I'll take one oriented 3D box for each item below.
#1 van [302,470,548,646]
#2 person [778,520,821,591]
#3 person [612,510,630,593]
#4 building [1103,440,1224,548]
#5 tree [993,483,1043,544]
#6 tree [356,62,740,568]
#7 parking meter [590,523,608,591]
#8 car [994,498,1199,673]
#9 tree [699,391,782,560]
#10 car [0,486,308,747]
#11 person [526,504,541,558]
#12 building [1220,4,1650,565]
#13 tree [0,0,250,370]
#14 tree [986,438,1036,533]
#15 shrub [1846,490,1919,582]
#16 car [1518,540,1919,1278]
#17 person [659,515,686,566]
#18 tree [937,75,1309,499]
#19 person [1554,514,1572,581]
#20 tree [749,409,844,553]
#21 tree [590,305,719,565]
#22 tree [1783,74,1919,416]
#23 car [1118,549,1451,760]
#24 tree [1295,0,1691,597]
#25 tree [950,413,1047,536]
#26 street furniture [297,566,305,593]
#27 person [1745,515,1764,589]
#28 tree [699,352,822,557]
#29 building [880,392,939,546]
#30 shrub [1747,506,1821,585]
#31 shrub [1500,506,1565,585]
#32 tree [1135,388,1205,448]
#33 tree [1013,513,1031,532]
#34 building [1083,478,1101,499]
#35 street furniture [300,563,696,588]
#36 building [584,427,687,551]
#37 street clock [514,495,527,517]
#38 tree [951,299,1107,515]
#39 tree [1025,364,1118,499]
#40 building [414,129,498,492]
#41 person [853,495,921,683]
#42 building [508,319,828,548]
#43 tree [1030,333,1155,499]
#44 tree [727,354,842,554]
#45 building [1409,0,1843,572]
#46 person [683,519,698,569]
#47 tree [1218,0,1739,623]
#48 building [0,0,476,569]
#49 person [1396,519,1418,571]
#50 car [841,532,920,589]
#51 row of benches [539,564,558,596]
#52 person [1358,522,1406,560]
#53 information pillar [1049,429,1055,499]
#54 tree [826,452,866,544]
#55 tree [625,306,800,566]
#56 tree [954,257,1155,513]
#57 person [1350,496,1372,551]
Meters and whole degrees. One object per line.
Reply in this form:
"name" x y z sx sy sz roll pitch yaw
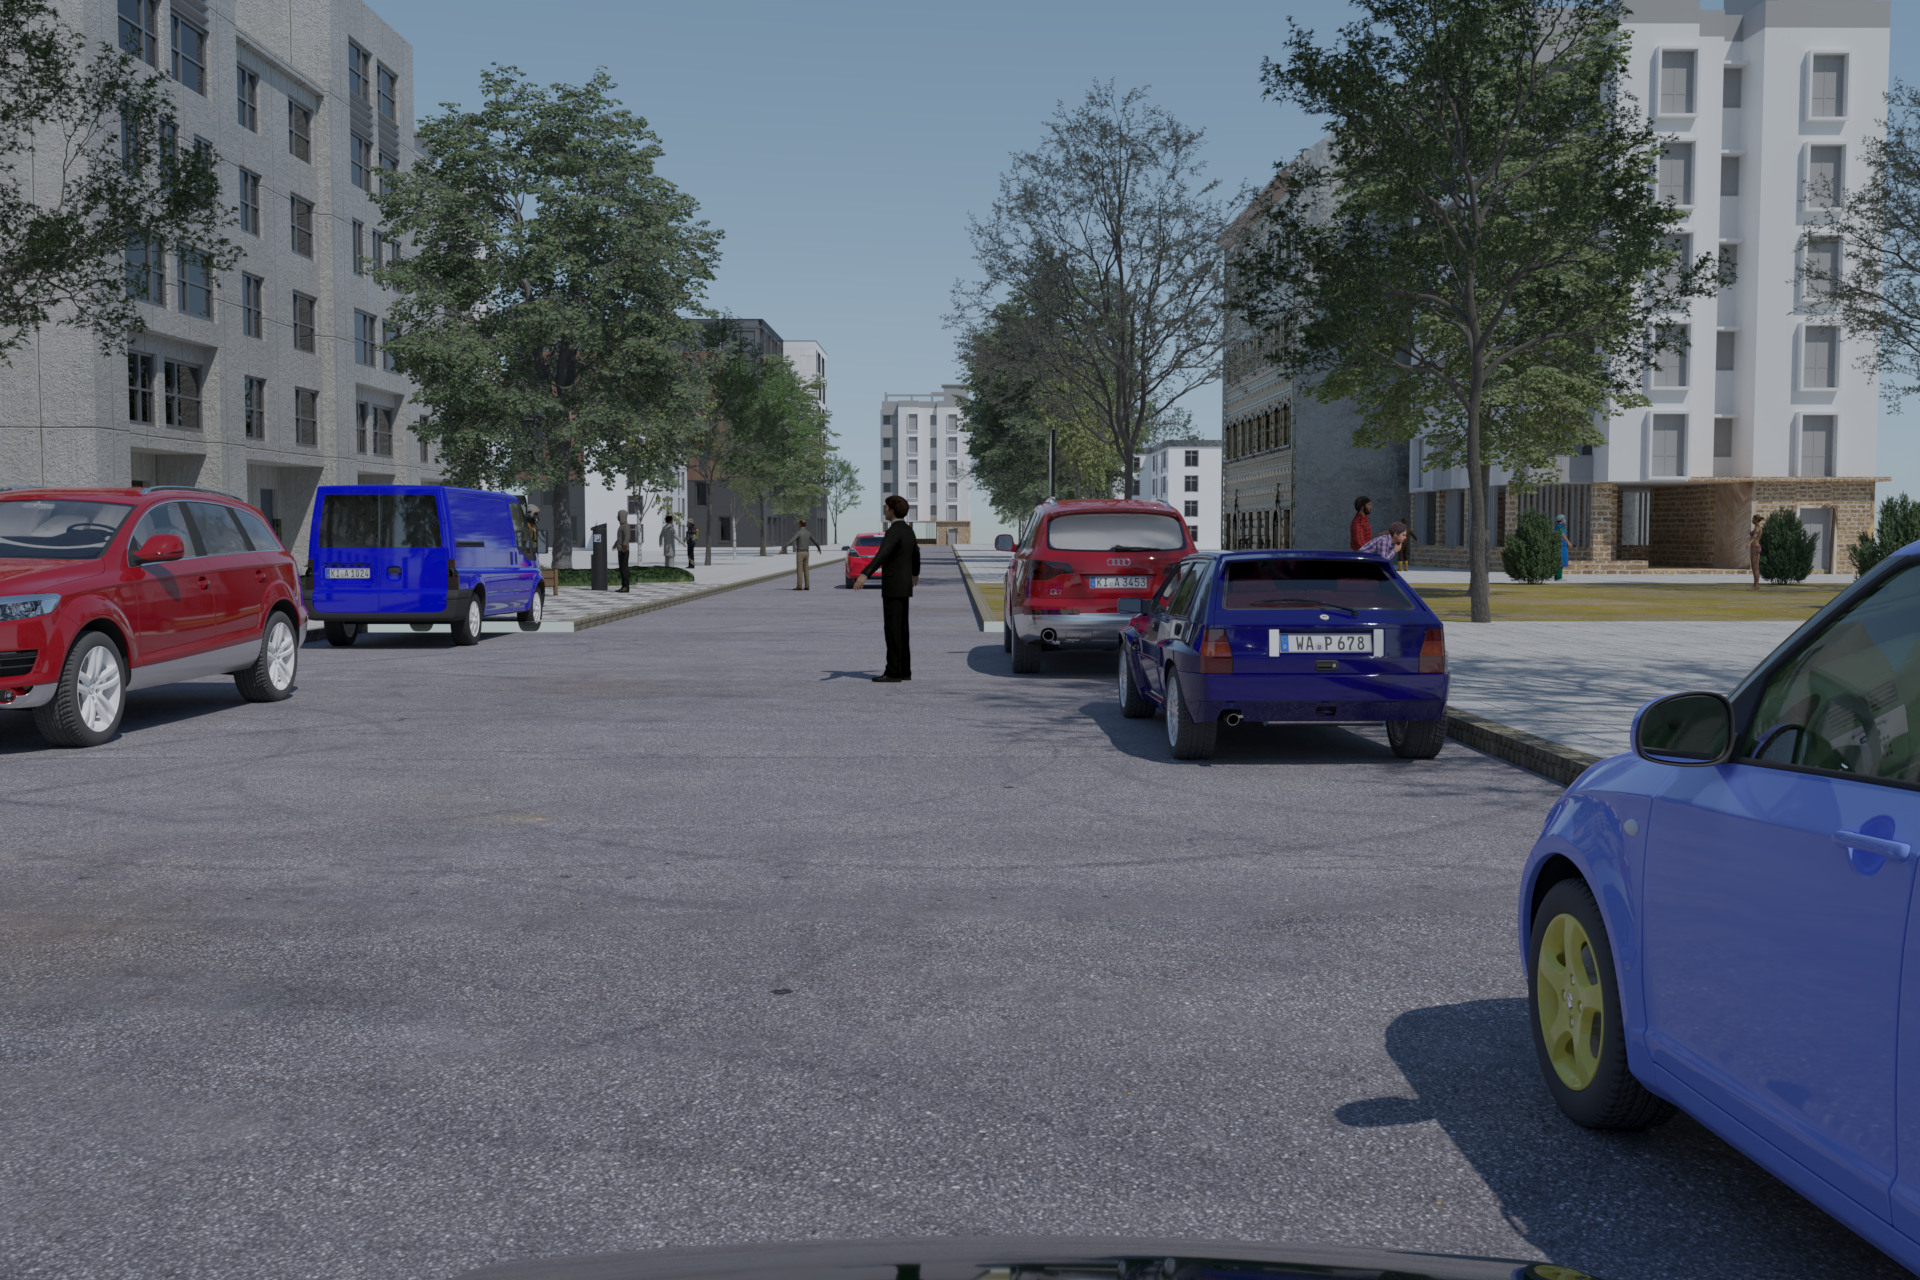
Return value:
"van" -7.162 -1.191 23.863 2.240 2.365 5.245 0 4 0
"person" -4.015 -2.156 43.986 1.348 1.796 0.705 -3 5 -43
"person" -7.395 -1.943 37.900 0.705 1.813 1.348 -1 4 -21
"building" 19.201 -13.825 168.180 9.099 9.664 28.070 0 3 0
"tree" 7.858 -18.209 215.837 7.486 12.596 7.792 0 3 0
"tree" -10.786 -8.531 46.137 9.857 13.997 8.962 0 3 0
"parking meter" -8.210 -1.895 39.401 0.372 1.533 0.369 0 3 0
"car" 1.538 -0.652 19.339 2.281 1.827 5.304 0 3 0
"tree" -11.381 -8.300 86.060 4.360 8.622 3.978 0 3 0
"car" -6.811 -0.285 13.328 2.281 1.827 5.304 0 3 0
"person" -8.314 -1.709 33.714 0.705 1.858 1.354 0 4 -1
"building" 22.966 -15.265 80.511 19.493 23.208 18.063 0 4 -1
"tree" -13.537 -5.386 22.470 8.767 10.594 7.601 -1 4 -12
"tree" 4.185 -9.627 107.771 4.360 8.622 3.978 0 3 0
"shrub" 15.955 -1.527 29.382 1.690 2.028 1.600 0 3 0
"car" 2.333 0.396 3.123 1.945 1.707 3.694 0 4 -2
"person" -8.168 -2.610 48.853 0.705 1.806 1.347 -3 5 -41
"tree" 4.494 -8.322 46.440 12.009 13.543 11.850 0 3 0
"person" 16.410 -2.517 47.283 0.704 1.817 1.347 0 4 4
"tree" -11.750 -11.348 119.947 8.767 10.594 7.601 3 4 39
"tree" -10.238 -6.466 56.076 4.737 8.622 4.395 0 3 0
"tree" 22.599 -7.691 36.112 12.009 13.543 11.850 0 3 0
"car" 2.157 0.013 12.368 1.945 1.354 3.894 0 4 -2
"tree" 10.701 -7.176 35.462 7.486 12.596 7.792 0 3 0
"tree" 4.807 -13.410 129.630 12.009 13.543 11.850 0 3 0
"street furniture" -17.251 -1.225 35.658 10.072 0.657 5.734 -1 4 -9
"person" 18.382 -2.043 40.204 0.721 1.733 1.217 2 4 32
"tree" -11.462 -10.605 99.150 9.928 11.665 9.643 0 3 0
"building" -9.874 -22.283 223.203 11.380 20.090 16.016 1 4 8
"shrub" 20.881 -2.416 43.917 1.690 2.028 1.600 0 3 0
"shrub" 14.552 -2.424 44.052 1.690 2.028 1.600 0 3 0
"tree" 25.056 -22.275 220.083 12.611 20.169 13.585 0 3 0
"tree" 7.976 -16.653 222.630 4.737 8.622 4.395 0 3 0
"building" 17.639 -15.678 198.478 9.099 9.664 28.070 0 4 -1
"street furniture" -11.626 -1.704 43.485 10.072 0.657 5.734 -1 4 -13
"building" -27.897 -12.658 149.104 9.099 9.664 28.070 0 4 -1
"street clock" -8.194 -1.688 32.165 0.358 2.002 0.471 0 4 1
"tree" 4.281 -11.361 92.401 9.857 13.997 8.962 0 3 0
"tree" 5.367 -7.343 70.421 4.360 8.622 3.978 0 3 0
"building" -30.377 -13.818 82.349 16.016 20.090 11.380 0 4 0
"person" -0.645 -0.501 16.842 0.705 1.806 1.347 1 4 22
"building" -29.112 -20.599 180.770 27.936 21.610 32.646 0 4 0
"tree" 4.515 -6.813 61.757 4.737 8.622 4.395 0 3 0
"tree" -11.288 -11.710 109.591 7.486 12.596 7.792 0 3 0
"building" 23.069 -12.908 67.474 16.016 20.090 11.380 0 4 -1
"person" -10.006 -3.572 64.185 0.705 1.856 1.354 -2 4 -25
"tree" 7.229 -5.535 24.907 7.601 10.594 8.767 1 4 10
"building" -28.140 -11.519 54.787 16.747 18.905 31.486 0 4 0
"person" 15.269 -3.279 59.756 1.346 1.812 0.704 -1 4 -18
"car" -2.149 -2.310 46.802 2.155 1.783 4.494 0 4 -1
"row of benches" -9.998 -1.326 37.144 4.104 0.672 1.422 3 5 42
"person" 5.197 -0.753 21.584 0.697 1.427 0.421 1 4 17
"information pillar" 2.066 -2.903 38.823 0.183 3.616 0.504 0 4 -2
"tree" -16.066 -18.072 221.229 9.928 11.665 9.643 0 3 0
"tree" -9.934 -8.301 70.138 7.601 10.594 8.767 -2 4 -30
"tree" 4.505 -10.533 78.865 9.857 13.997 8.962 0 3 0
"person" 5.698 -1.121 24.435 0.704 1.816 1.345 1 4 15
